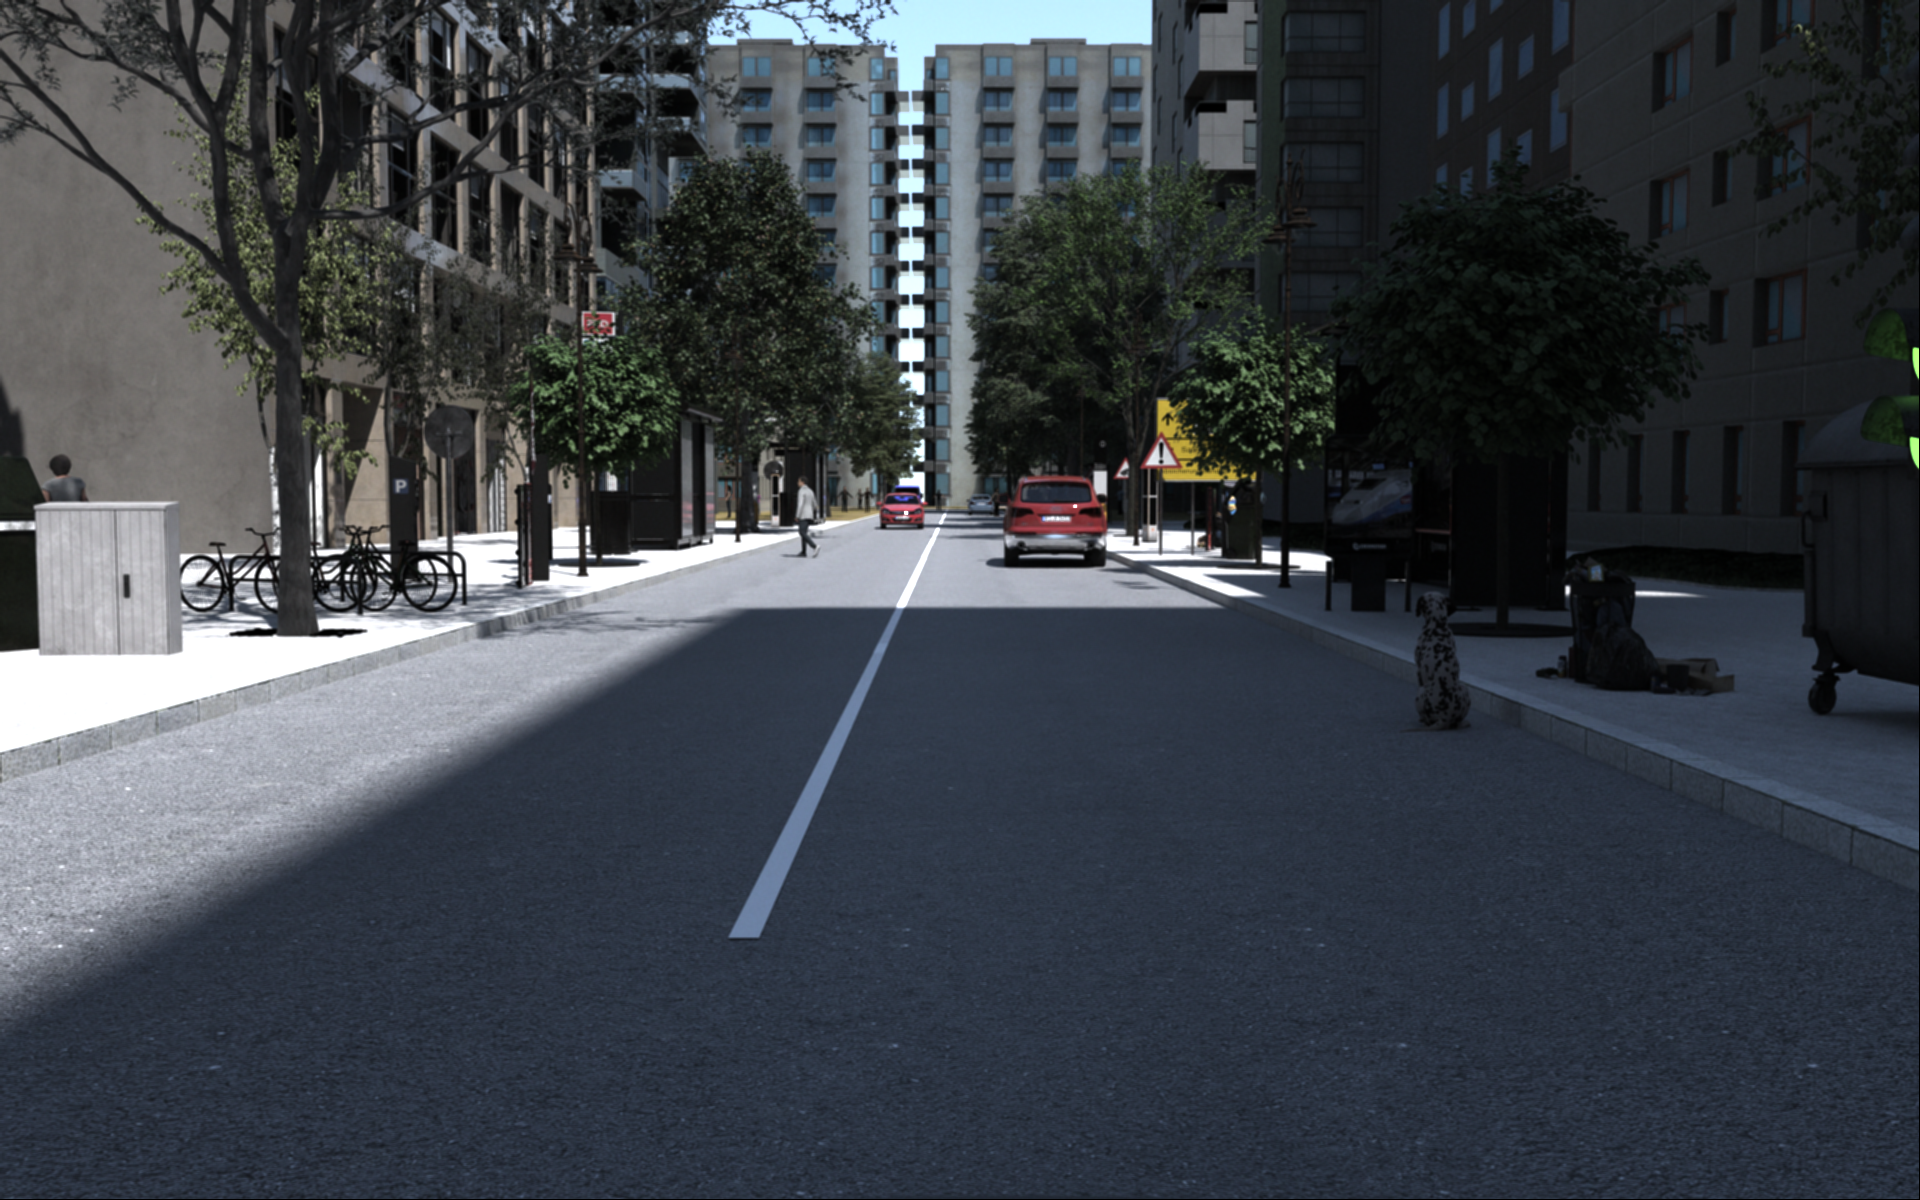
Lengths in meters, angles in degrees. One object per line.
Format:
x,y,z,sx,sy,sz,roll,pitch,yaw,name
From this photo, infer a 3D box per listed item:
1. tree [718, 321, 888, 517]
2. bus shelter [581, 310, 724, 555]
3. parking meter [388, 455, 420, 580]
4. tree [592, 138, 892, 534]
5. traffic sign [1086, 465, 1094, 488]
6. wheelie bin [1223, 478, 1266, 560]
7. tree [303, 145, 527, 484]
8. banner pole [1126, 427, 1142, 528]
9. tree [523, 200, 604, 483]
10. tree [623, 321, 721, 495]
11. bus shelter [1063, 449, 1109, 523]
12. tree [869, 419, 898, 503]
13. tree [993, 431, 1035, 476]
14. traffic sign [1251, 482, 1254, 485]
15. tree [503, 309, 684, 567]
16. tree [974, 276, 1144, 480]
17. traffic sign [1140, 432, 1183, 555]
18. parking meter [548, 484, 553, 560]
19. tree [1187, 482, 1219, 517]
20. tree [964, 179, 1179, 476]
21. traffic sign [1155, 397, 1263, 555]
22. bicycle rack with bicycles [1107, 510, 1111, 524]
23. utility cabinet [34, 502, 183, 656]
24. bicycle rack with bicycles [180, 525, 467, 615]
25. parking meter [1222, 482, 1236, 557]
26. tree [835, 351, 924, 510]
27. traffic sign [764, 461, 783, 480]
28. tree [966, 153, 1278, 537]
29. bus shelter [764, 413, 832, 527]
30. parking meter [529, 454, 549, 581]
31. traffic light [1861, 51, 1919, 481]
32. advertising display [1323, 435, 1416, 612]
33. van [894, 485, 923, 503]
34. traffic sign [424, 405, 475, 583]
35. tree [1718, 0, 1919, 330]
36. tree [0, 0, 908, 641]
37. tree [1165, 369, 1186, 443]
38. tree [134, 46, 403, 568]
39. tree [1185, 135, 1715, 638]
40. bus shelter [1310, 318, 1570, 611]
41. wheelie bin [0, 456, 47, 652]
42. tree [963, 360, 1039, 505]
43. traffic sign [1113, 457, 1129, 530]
-7.359,-9.029,82.039,7.601,10.594,8.767,3,4,36,tree
-7.200,-3.851,40.602,2.179,5.291,8.768,0,4,0,bus shelter
-8.316,-1.237,25.939,0.399,1.863,0.255,0,4,-2,parking meter
-7.035,-8.520,56.312,9.611,12.733,9.660,0,3,0,tree
5.901,-4.692,76.722,0.884,2.594,0.081,0,4,3,traffic sign
5.598,-1.596,34.003,0.693,1.594,0.980,2,4,29,wheelie bin
-11.875,-5.293,36.902,4.360,8.622,3.978,0,3,0,tree
6.578,-4.584,64.968,0.863,3.779,0.401,3,4,36,banner pole
-10.995,-5.656,42.844,4.360,8.622,3.978,0,3,0,tree
-10.860,-7.363,70.752,4.737,8.622,4.395,0,3,0,tree
5.891,-5.246,79.696,2.014,3.302,5.546,0,3,0,bus shelter
-6.652,-12.071,147.717,4.737,8.622,4.395,0,3,0,tree
4.164,-9.613,107.537,4.360,8.622,3.978,0,3,0,tree
6.549,-2.371,38.767,0.884,2.594,0.081,0,4,8,traffic sign
-6.490,-2.894,31.025,4.285,4.588,4.351,0,3,0,tree
5.196,-10.595,90.244,9.611,12.733,9.660,0,3,0,tree
4.202,-2.215,36.218,0.884,2.594,0.081,0,4,4,traffic sign
-8.148,-1.552,33.792,0.372,1.533,0.369,0,3,0,parking meter
10.718,-5.018,76.653,1.663,3.219,1.824,0,3,0,tree
4.709,-10.021,70.492,9.857,13.997,8.962,0,3,0,tree
5.233,-2.604,36.449,2.265,3.308,0.079,0,4,6,traffic sign
5.264,-3.750,74.701,2.852,0.926,2.925,-2,4,-23,bicycle rack with bicycles
-6.810,-0.165,13.861,1.020,1.237,0.306,0,4,-3,utility cabinet
-6.773,-0.364,19.340,2.925,0.926,2.852,1,4,22,bicycle rack with bicycles
5.508,-1.638,35.190,0.372,1.533,0.369,0,3,0,parking meter
-6.821,-13.403,137.271,7.486,12.596,7.792,0,3,0,tree
-7.176,-4.069,66.626,0.768,2.556,0.104,0,4,2,traffic sign
5.360,-7.724,52.038,9.928,11.665,9.643,0,3,0,tree
-6.721,-5.755,71.732,2.179,5.291,8.768,0,4,0,bus shelter
-6.248,-1.223,25.701,0.255,1.863,0.399,-1,4,-17,parking meter
4.027,-1.091,6.758,0.839,4.253,0.868,0,4,0,traffic light
4.471,-0.838,18.915,0.974,1.923,0.123,1,4,13,advertising display
-3.647,-7.093,120.357,2.240,2.365,5.245,0,3,0,van
-7.327,-1.513,24.838,0.768,2.556,0.104,0,4,8,traffic sign
9.633,-4.022,16.124,4.737,8.622,4.395,0,3,0,tree
-6.078,-6.412,15.209,12.009,13.543,11.850,0,3,0,tree
5.203,-2.836,30.086,4.285,4.588,4.351,0,3,0,tree
-11.387,-4.791,28.696,4.737,8.622,4.395,0,3,0,tree
5.024,-1.981,16.109,4.285,4.588,4.351,0,3,0,tree
5.913,-1.881,22.040,1.731,3.624,6.357,0,3,0,bus shelter
-7.984,-0.387,14.232,0.693,1.594,0.980,2,4,31,wheelie bin
3.706,-13.685,141.872,7.486,12.596,7.792,0,3,0,tree
5.831,-3.732,61.027,0.884,2.594,0.081,0,4,1,traffic sign
